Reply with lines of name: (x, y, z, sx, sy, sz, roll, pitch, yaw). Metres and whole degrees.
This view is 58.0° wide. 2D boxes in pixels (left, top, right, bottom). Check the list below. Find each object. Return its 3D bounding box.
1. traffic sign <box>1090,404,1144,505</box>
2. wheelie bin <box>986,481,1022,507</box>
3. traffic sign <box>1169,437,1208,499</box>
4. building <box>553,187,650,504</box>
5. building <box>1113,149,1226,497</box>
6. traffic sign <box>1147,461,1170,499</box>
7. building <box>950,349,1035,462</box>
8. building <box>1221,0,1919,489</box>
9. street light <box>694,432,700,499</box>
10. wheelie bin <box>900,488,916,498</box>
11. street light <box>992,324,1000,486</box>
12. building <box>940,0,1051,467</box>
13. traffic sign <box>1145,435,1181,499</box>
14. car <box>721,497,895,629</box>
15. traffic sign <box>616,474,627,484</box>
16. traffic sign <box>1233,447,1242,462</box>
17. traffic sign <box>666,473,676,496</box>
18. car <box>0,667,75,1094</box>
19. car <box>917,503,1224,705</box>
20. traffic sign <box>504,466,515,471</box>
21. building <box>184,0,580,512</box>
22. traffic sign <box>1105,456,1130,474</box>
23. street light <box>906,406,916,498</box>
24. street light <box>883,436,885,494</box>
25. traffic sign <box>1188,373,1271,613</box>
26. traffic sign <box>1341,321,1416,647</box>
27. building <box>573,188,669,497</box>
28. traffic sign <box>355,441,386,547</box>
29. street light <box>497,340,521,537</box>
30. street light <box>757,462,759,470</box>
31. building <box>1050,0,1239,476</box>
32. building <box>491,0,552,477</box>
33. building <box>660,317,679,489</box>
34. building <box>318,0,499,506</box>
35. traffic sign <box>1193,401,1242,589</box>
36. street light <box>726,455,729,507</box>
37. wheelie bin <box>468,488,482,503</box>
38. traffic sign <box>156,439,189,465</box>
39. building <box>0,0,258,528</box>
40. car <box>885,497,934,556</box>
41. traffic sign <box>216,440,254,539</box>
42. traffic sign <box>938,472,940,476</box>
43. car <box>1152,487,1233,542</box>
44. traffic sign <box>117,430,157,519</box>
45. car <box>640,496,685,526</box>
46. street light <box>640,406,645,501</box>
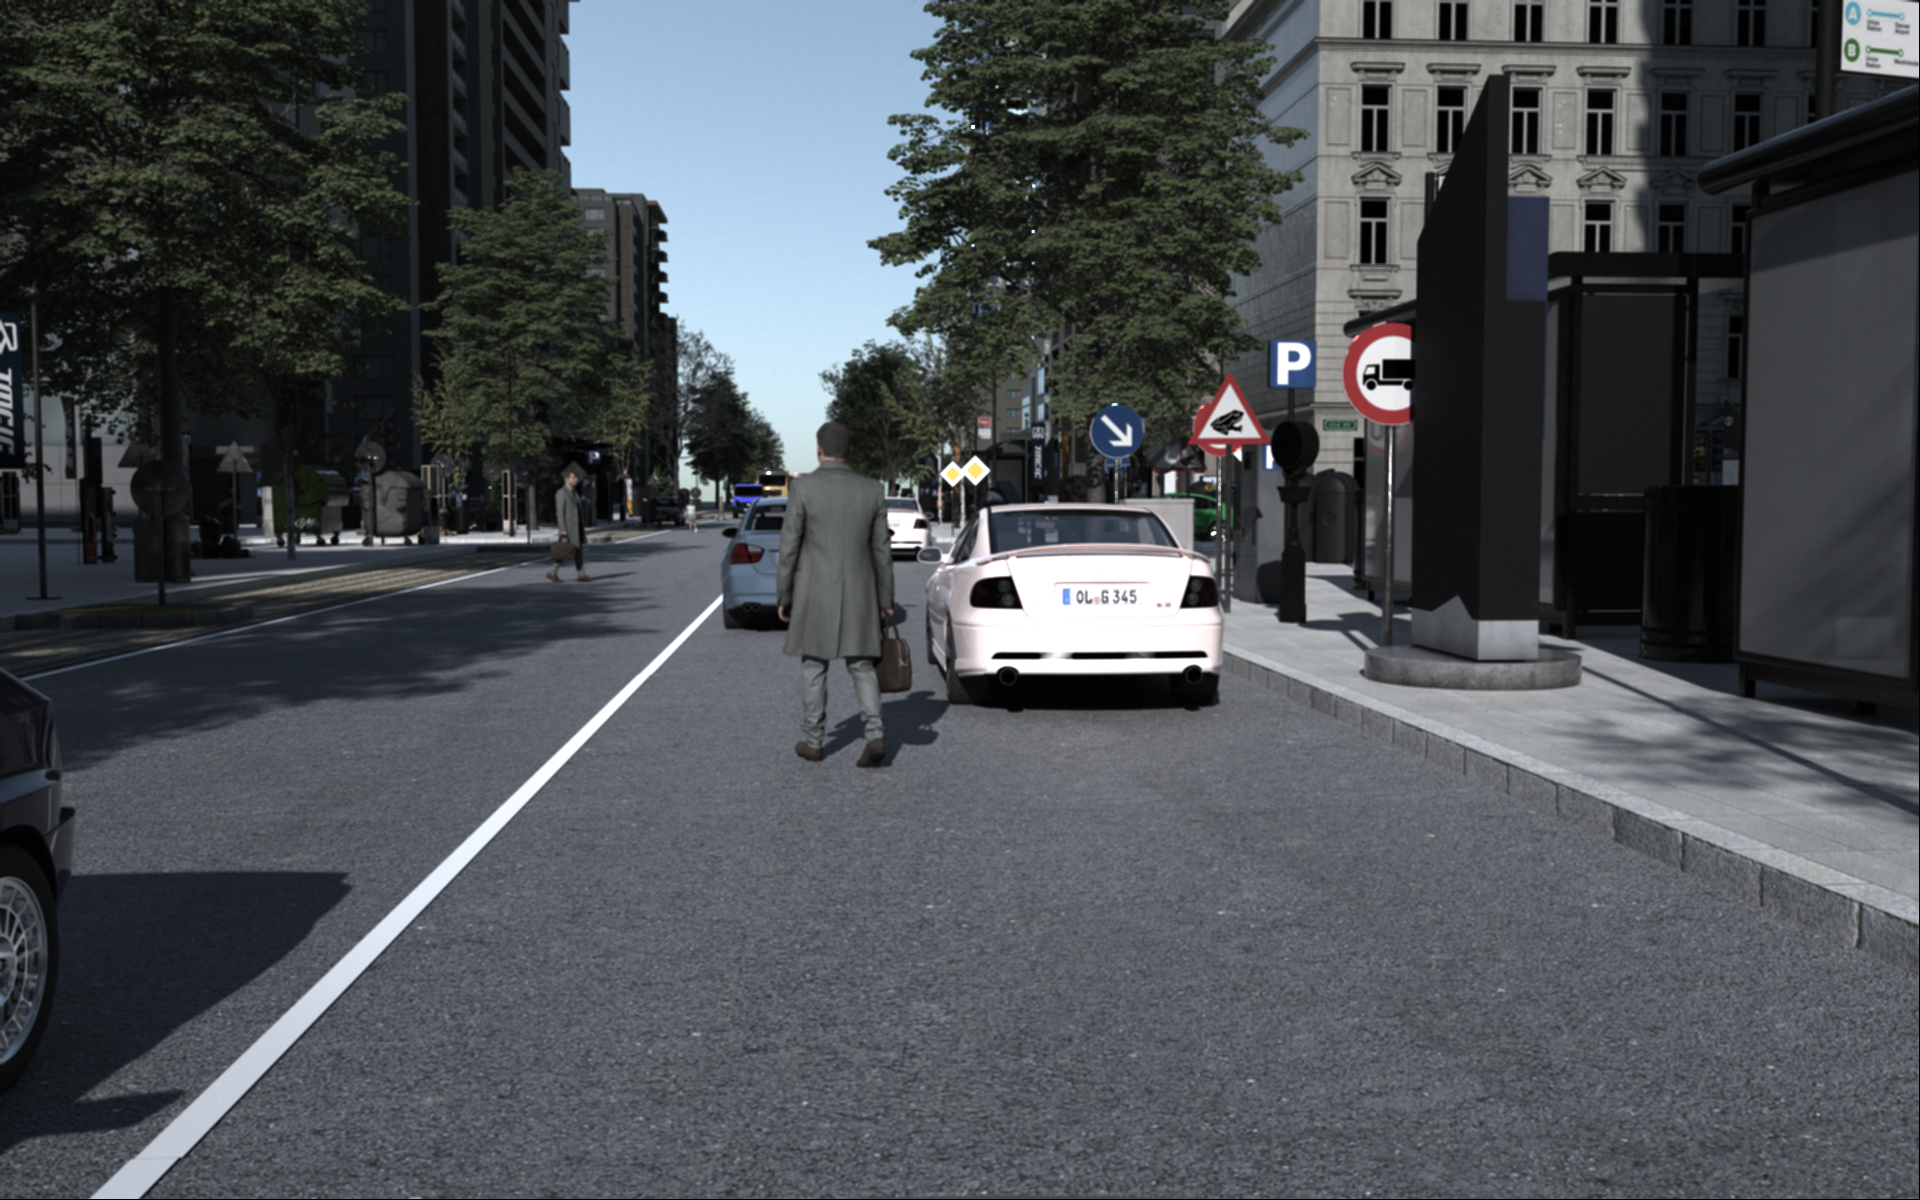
traffic sign: (2.230, -1.500, 24.626, 0.768, 2.556, 0.104, 0, 4, 5)
wheelie bin: (1.036, -2.080, 41.920, 0.693, 1.594, 0.980, 2, 4, 35)
traffic sign: (5.238, -2.431, 39.751, 0.884, 2.594, 0.081, 0, 4, 2)
building: (-48.900, -33.336, 228.644, 14.154, 41.232, 14.086, 0, 4, -4)
building: (14.805, -15.778, 108.886, 10.553, 20.767, 40.483, 0, 4, -4)
traffic sign: (5.067, -2.654, 43.494, 0.768, 2.556, 0.104, 0, 4, 1)
building: (13.446, -24.393, 243.866, 27.650, 21.520, 28.899, 0, 4, -4)
building: (34.633, -18.362, 76.640, 44.131, 29.872, 17.030, 0, 4, -4)
street light: (-19.480, -9.505, 128.198, 0.468, 5.910, 1.993, 0, 4, -4)
wheelie bin: (-2.935, -5.424, 96.585, 0.980, 1.594, 0.693, 1, 4, 20)
street light: (0.881, -4.374, 44.308, 0.468, 5.910, 1.993, 0, 4, -4)
building: (9.064, -58.646, 271.527, 22.319, 86.520, 31.000, 0, 4, -4)
traffic sign: (4.282, -2.233, 36.611, 0.768, 2.556, 0.104, 0, 4, 1)
car: (-1.734, -0.473, 19.743, 2.014, 1.417, 4.499, 0, 4, -4)
traffic sign: (-20.994, -6.570, 107.518, 0.768, 2.556, 0.104, 0, 4, -3)
traffic sign: (4.190, -1.473, 25.273, 0.795, 2.450, 0.064, 0, 4, -3)
traffic sign: (-18.088, -6.577, 107.545, 0.884, 2.594, 0.081, 0, 4, -2)
car: (-3.061, 0.600, 2.772, 1.945, 1.354, 3.894, 0, 4, -3)
car: (0.739, -0.053, 13.221, 2.083, 1.381, 4.827, 0, 4, -4)
traffic sign: (-20.141, -4.748, 77.735, 0.768, 2.556, 0.104, 0, 4, -4)
building: (-50.851, -34.866, 159.299, 28.713, 52.752, 27.495, 0, 4, -4)
traffic sign: (4.726, -3.178, 52.060, 0.768, 2.556, 0.104, 0, 4, 1)
street light: (-2.499, -7.042, 87.918, 0.468, 5.910, 1.993, 0, 4, -4)
street light: (-5.531, -9.381, 126.168, 0.468, 5.910, 1.993, 0, 4, -4)
traffic sign: (2.887, -1.139, 18.629, 0.884, 2.594, 0.081, 0, 4, 2)
traffic sign: (3.187, -0.780, 12.852, 0.768, 2.556, 0.104, 0, 4, -2)
building: (-53.907, -36.445, 250.491, 22.147, 44.769, 28.867, 0, 4, -4)
traffic sign: (-14.221, -2.548, 41.772, 0.768, 2.556, 0.104, 0, 4, 5)
street light: (-13.512, -4.849, 52.061, 0.468, 5.910, 1.993, 0, 4, -4)
street light: (-28.978, -16.910, 249.270, 0.468, 5.910, 1.993, 0, 4, -4)
building: (17.092, -43.469, 148.972, 20.563, 71.187, 20.611, 0, 4, -4)
building: (-44.589, -31.293, 135.335, 21.300, 48.544, 21.600, 0, 4, -4)
building: (-52.008, -30.635, 272.585, 14.160, 30.474, 14.107, 0, 4, -4)
building: (-39.210, -26.382, 114.937, 14.154, 41.232, 14.086, 0, 4, -4)
traffic sign: (3.514, -1.428, 23.457, 0.768, 2.556, 0.104, 0, 4, -4)
street light: (-22.520, -11.861, 166.720, 0.468, 5.910, 1.993, 0, 4, -4)
wheelie bin: (-26.472, -5.269, 94.052, 0.980, 1.594, 0.693, -2, 4, -29)
traffic sign: (-16.895, -2.265, 37.133, 0.768, 2.556, 0.104, 0, 4, 4)
building: (-42.975, -29.728, 75.284, 28.713, 52.752, 27.495, 0, 4, -4)
car: (-1.604, -1.602, 38.552, 2.083, 1.381, 4.827, 0, 4, -3)
traffic sign: (-17.505, -2.557, 41.810, 0.884, 2.594, 0.081, 0, 4, -3)
traffic sign: (-1.341, -5.980, 97.878, 0.768, 2.556, 0.104, 0, 4, 5)
car: (5.970, -2.516, 49.930, 4.718, 1.807, 1.959, 0, 4, -4)
traffic sign: (-16.580, -2.141, 35.007, 0.884, 2.594, 0.081, 0, 4, -1)
car: (-13.338, -3.997, 77.927, 1.945, 1.354, 3.894, 0, 4, -5)
street light: (-16.579, -7.188, 90.308, 0.468, 5.910, 1.993, 0, 4, -4)
